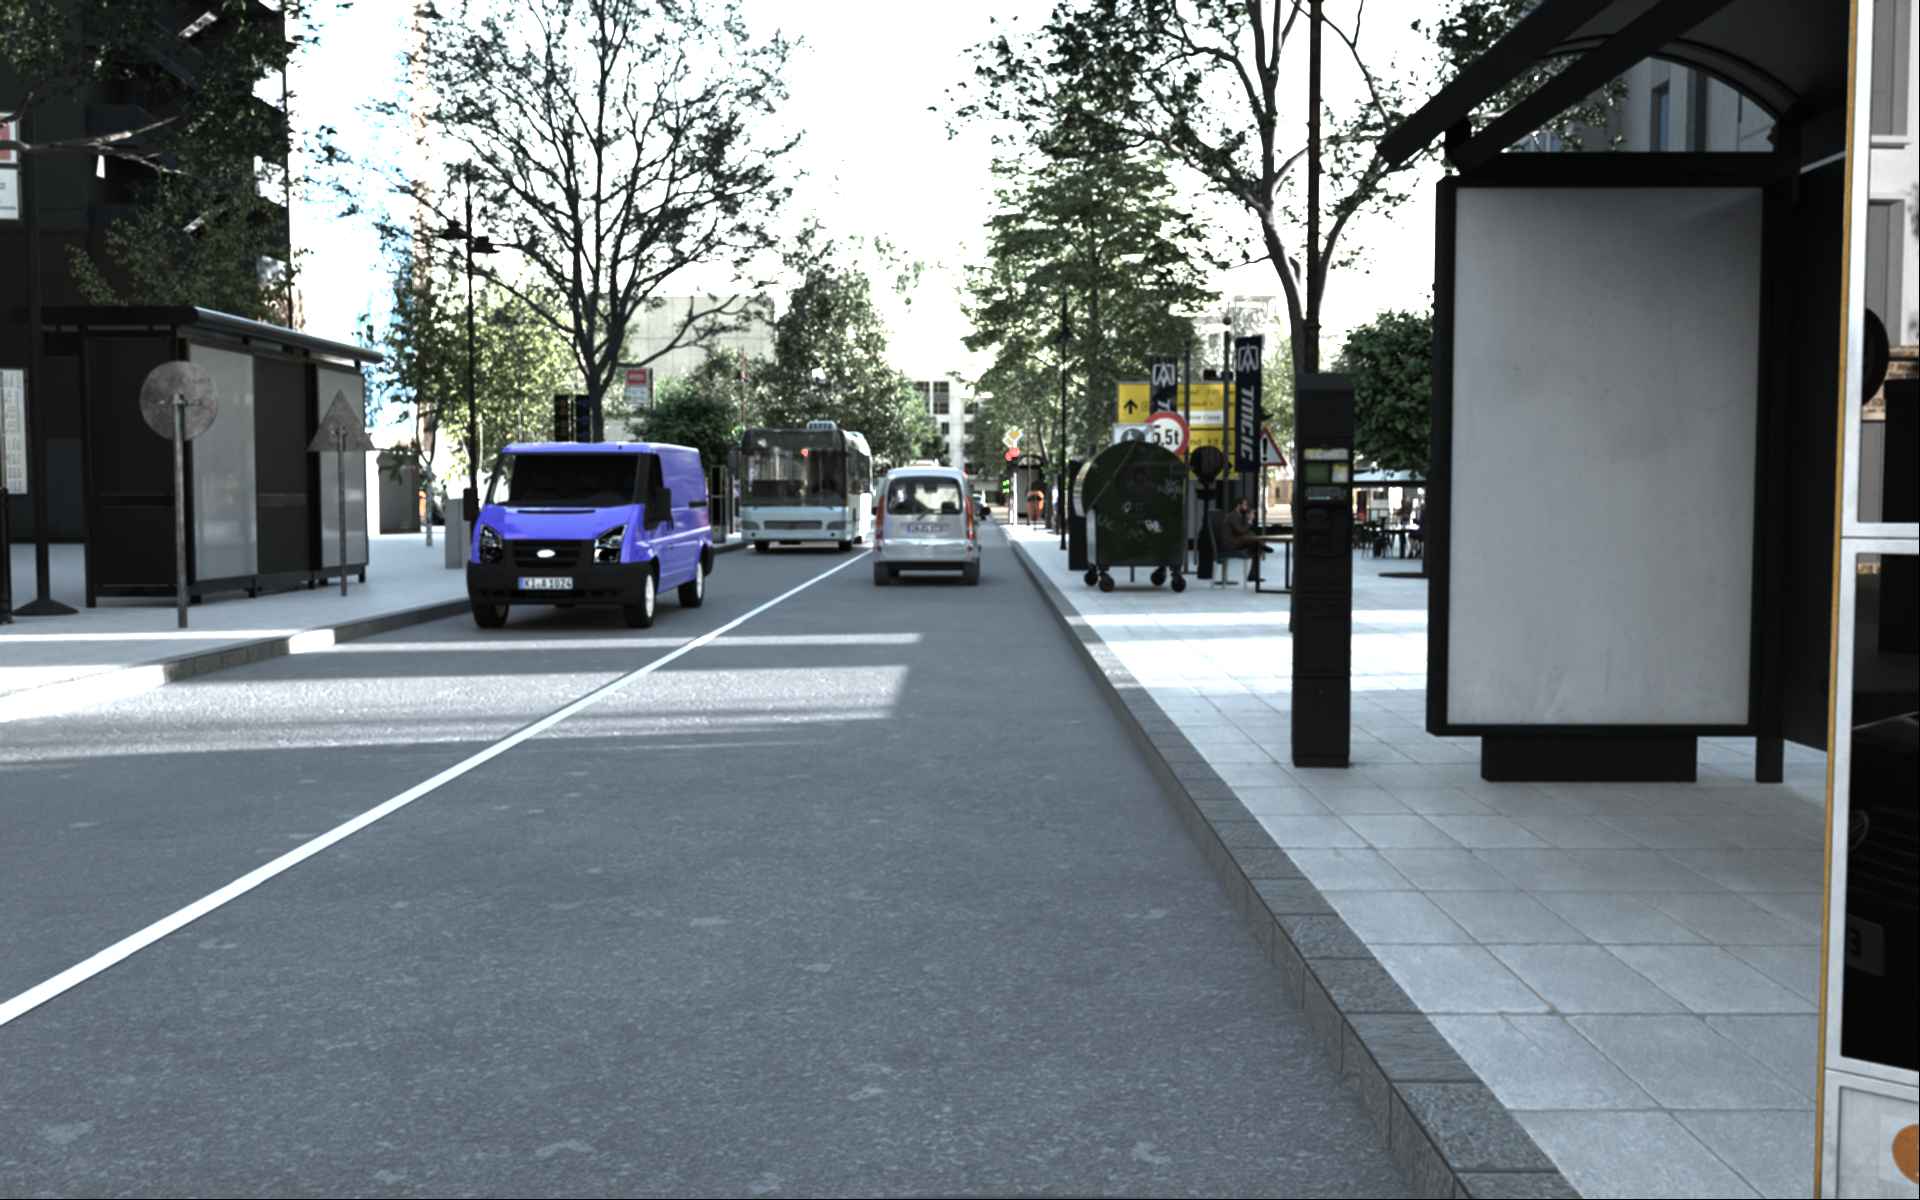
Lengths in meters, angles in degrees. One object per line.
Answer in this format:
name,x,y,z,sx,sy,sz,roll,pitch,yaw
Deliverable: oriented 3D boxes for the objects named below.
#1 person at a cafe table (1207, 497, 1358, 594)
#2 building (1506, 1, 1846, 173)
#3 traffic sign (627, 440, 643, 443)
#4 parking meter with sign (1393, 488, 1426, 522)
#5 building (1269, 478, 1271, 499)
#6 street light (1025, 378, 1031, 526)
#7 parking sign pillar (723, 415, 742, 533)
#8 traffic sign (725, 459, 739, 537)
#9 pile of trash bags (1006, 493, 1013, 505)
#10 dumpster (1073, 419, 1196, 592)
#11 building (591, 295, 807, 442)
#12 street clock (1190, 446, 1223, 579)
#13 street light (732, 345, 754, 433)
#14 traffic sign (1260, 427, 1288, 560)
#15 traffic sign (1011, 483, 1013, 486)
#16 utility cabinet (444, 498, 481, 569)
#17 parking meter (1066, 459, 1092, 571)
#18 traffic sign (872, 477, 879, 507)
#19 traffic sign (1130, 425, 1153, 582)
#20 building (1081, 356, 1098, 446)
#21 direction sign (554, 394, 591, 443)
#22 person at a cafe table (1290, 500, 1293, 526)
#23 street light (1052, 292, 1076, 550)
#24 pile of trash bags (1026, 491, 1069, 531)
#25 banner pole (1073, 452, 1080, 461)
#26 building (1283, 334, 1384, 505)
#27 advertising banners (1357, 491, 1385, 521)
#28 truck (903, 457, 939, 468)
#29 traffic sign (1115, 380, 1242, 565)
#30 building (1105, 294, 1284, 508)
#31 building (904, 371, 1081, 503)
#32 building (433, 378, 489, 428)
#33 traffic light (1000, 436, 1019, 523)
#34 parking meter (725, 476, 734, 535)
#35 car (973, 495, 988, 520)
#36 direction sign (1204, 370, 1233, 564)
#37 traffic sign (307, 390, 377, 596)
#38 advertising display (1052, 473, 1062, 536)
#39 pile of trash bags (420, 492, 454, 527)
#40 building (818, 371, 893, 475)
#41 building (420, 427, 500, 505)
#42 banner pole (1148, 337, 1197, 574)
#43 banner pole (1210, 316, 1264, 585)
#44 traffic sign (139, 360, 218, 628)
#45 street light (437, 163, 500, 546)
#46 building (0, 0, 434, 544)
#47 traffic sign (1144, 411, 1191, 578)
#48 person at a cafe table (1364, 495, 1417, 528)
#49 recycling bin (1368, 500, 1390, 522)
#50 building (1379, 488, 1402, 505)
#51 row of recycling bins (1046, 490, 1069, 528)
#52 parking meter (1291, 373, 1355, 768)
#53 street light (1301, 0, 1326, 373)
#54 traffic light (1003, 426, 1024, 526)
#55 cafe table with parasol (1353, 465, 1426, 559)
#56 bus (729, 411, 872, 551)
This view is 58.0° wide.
person at a cafe table,4.145,-0.739,22.945,1.726,1.238,1.698,2,4,32
building,23.176,-30.241,36.435,21.231,58.520,28.212,0,4,1
traffic sign,-7.638,-2.480,40.657,0.768,2.556,0.104,0,4,7
parking meter with sign,20.823,-5.123,80.029,1.738,3.016,0.543,-1,4,-12
building,39.414,-23.823,255.958,31.486,18.905,16.747,0,4,1
street light,2.747,-5.885,69.012,0.468,5.910,1.993,0,4,1
parking sign pillar,-7.399,-4.268,58.249,1.447,3.967,1.447,3,5,41
traffic sign,-7.020,-3.192,52.301,0.768,2.556,0.104,0,4,7
pile of trash bags,5.200,-7.468,131.855,3.447,1.369,1.912,0,4,1
dumpster,2.330,-1.276,23.350,1.502,2.255,1.985,0,4,1
building,-24.587,-18.563,169.968,16.747,18.905,31.486,0,4,1
street clock,3.719,-1.320,26.152,0.471,2.002,0.358,-2,4,-25
street light,-6.732,-4.960,53.891,0.468,5.910,1.993,0,4,1
traffic sign,5.874,-2.045,33.436,0.884,2.594,0.081,0,4,3
traffic sign,4.193,-8.898,145.585,0.768,2.556,0.104,0,4,7
utility cabinet,-8.695,-1.169,30.274,0.306,1.237,1.020,0,4,4
parking meter,2.045,-1.432,29.127,0.399,1.863,0.255,1,4,19
traffic sign,-6.298,-7.725,126.405,0.768,2.556,0.104,0,4,8
traffic sign,2.516,-1.413,25.227,0.606,2.300,0.079,0,4,7
building,23.778,-20.552,202.484,16.747,18.905,31.486,0,4,1
direction sign,-8.834,-2.907,39.533,0.876,3.537,0.379,1,4,13
person at a cafe table,12.119,-3.108,59.323,1.622,1.524,1.698,3,4,37
street light,2.382,-4.096,39.759,0.468,5.910,1.993,0,4,1
pile of trash bags,3.981,-3.051,59.629,3.447,1.369,1.912,0,4,2
banner pole,6.270,-6.332,93.551,0.401,3.779,0.863,-2,4,-26
building,44.713,-21.652,210.428,11.380,20.091,16.016,0,4,1
advertising banners,18.858,-5.192,81.072,2.074,3.025,0.090,0,4,3
truck,-2.998,-8.774,132.369,2.839,4.237,11.283,0,4,1
traffic sign,3.936,-2.285,31.236,2.265,3.308,0.079,0,4,7
building,22.053,-19.068,168.183,16.016,20.091,11.380,0,4,1
building,7.519,-23.868,256.703,31.486,18.905,16.747,0,4,1
building,-74.437,-24.474,256.563,11.380,20.091,16.016,0,4,1
traffic light,2.244,-5.450,78.022,0.839,4.253,0.868,0,4,1
parking meter,-7.319,-3.019,55.073,0.255,1.863,0.399,-1,4,-11
car,0.568,-5.154,96.267,2.014,1.417,4.499,0,4,-1
direction sign,4.742,-2.439,31.867,0.379,3.537,0.876,3,5,44
traffic sign,-7.727,-1.324,21.655,0.884,2.594,0.081,0,4,2
advertising display,3.006,-2.976,53.874,0.123,1.923,0.974,0,4,-7
pile of trash bags,-20.771,-3.658,69.561,1.912,1.369,3.447,2,4,24
building,-24.629,-23.855,256.478,31.486,18.905,16.747,0,4,1
building,-60.132,-16.662,214.571,28.070,9.664,9.099,0,4,1
banner pole,3.411,-2.307,27.740,0.863,3.779,0.401,-1,4,-11
banner pole,3.916,-2.100,24.349,0.401,3.779,0.863,-3,5,-41
traffic sign,-7.453,-1.005,16.531,0.768,2.556,0.104,0,4,3
street light,-6.947,-3.171,24.636,0.468,5.910,1.993,0,4,1
building,-24.952,-24.495,50.596,14.200,45.320,14.600,0,4,1
traffic sign,3.137,-1.617,26.537,0.768,2.556,0.104,0,4,6
person at a cafe table,16.534,-3.379,66.109,1.726,1.238,1.698,2,4,31
recycling bin,19.315,-4.116,79.857,0.722,1.027,0.722,-2,4,-23
building,64.710,-16.651,214.385,28.070,9.664,9.099,0,4,1
row of recycling bins,4.744,-3.559,65.297,3.534,1.692,1.069,3,5,39
parking meter,1.715,-0.152,8.200,0.255,1.863,0.399,1,4,8
street light,2.011,-2.267,9.850,0.468,5.910,1.993,0,4,1
traffic light,2.167,-4.961,70.038,0.839,4.253,0.868,0,4,1
cafe table with parasol,8.825,-1.813,34.501,2.610,1.966,2.610,2,4,29
bus,-3.947,-3.145,46.284,2.948,3.499,13.247,0,4,0
